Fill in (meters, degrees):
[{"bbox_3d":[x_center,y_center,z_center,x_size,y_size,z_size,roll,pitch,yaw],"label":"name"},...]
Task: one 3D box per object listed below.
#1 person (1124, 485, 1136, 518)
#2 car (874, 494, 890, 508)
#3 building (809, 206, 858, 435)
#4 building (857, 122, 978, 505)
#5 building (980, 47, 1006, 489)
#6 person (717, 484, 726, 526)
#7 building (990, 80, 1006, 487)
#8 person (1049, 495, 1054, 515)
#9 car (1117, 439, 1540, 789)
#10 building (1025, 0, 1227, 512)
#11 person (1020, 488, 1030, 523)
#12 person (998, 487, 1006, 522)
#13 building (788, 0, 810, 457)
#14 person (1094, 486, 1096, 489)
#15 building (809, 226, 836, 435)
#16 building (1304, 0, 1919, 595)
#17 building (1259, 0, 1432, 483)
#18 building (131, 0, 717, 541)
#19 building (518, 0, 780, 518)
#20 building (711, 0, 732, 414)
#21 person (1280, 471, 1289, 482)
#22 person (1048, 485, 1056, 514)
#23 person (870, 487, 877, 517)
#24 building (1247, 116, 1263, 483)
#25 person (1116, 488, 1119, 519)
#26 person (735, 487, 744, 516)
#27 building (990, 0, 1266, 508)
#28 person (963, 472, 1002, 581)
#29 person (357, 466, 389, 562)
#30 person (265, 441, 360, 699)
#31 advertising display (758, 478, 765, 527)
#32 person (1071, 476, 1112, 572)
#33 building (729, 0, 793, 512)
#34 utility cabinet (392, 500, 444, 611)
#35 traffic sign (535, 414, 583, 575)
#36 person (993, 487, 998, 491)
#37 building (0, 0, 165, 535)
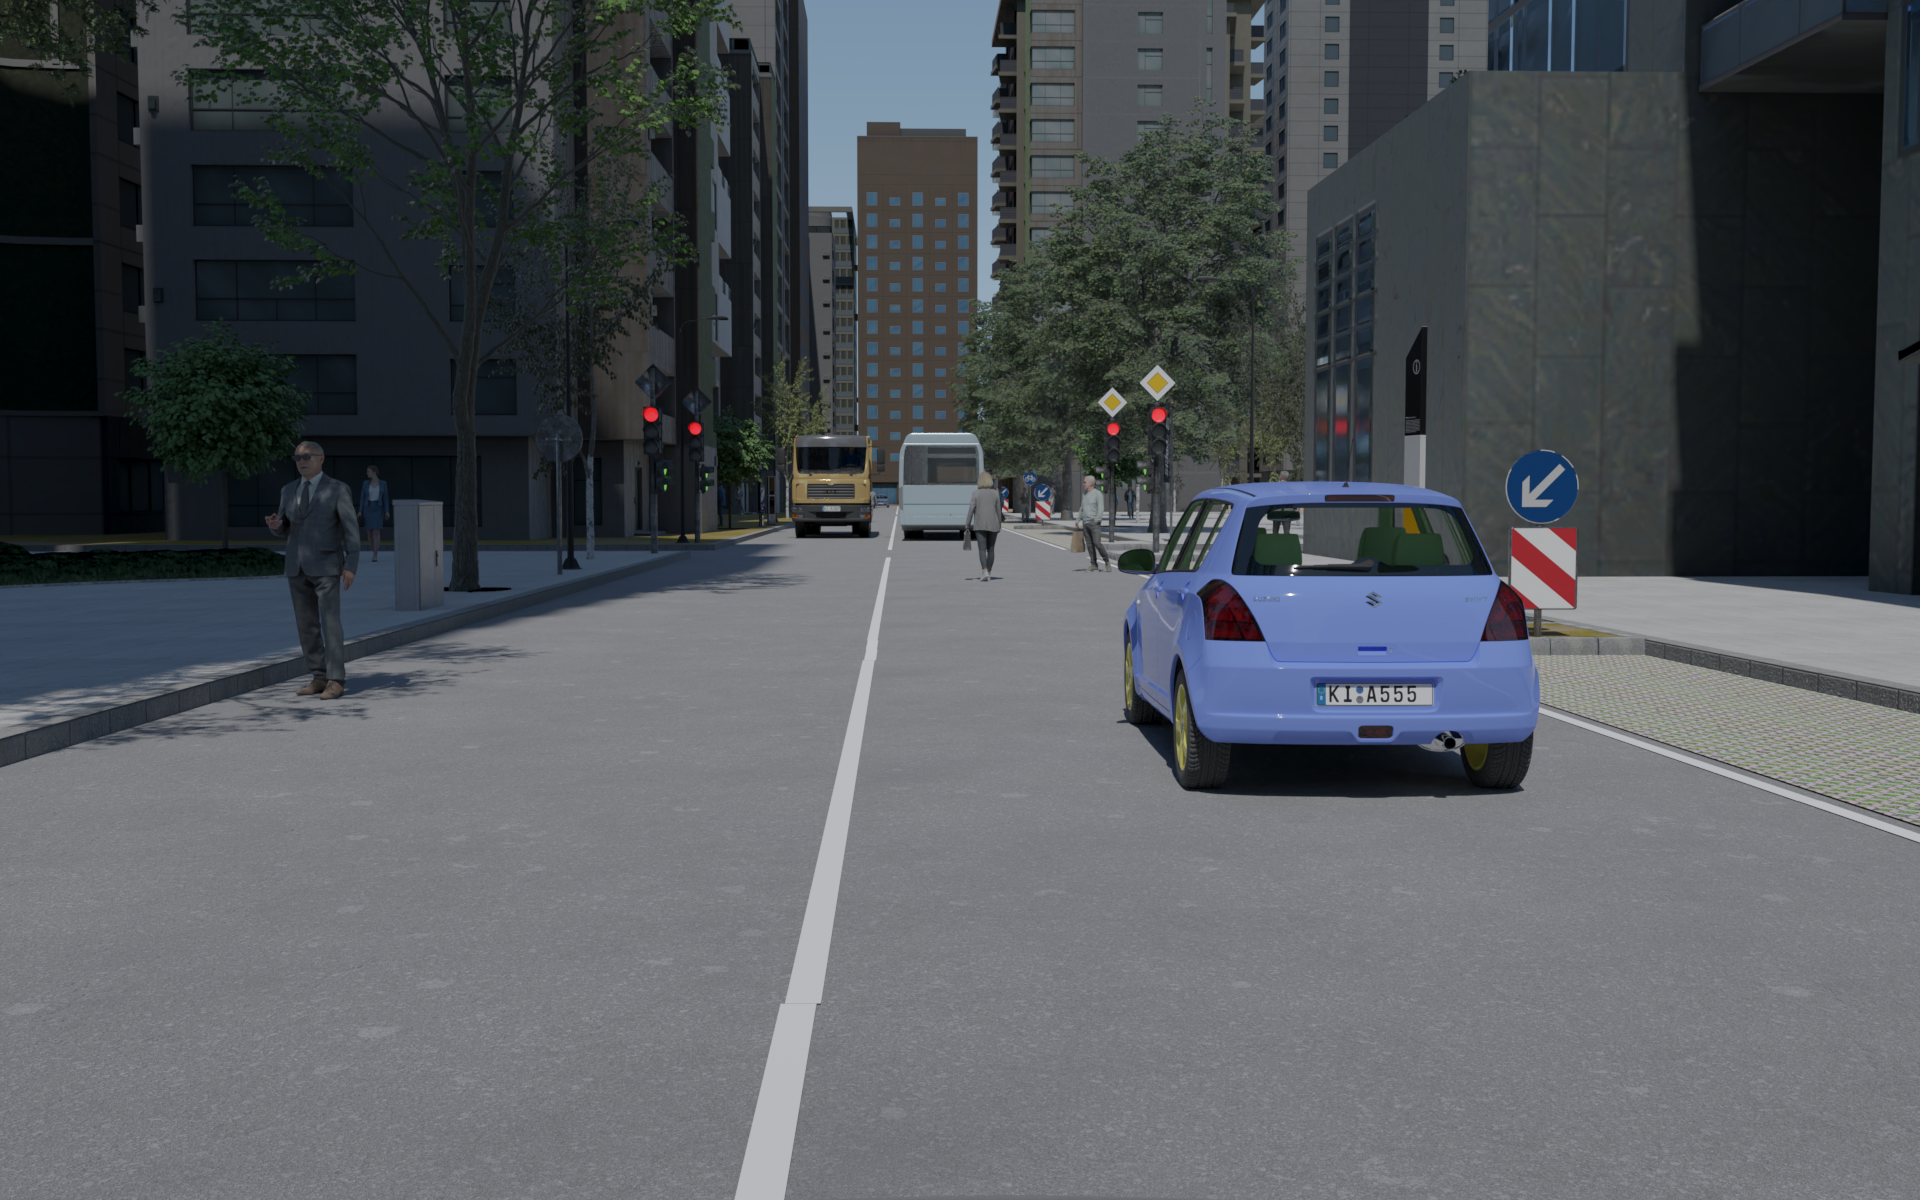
[{"bbox_3d":[8.936,-5.174,90.980,0.623,1.781,0.721,-1,4,-12],"label":"person"},{"bbox_3d":[-8.363,-10.475,183.273,2.014,1.417,4.499,0,4,-1],"label":"car"},{"bbox_3d":[-24.882,-32.303,220.035,23.993,40.220,32.217,0,4,-2],"label":"building"},{"bbox_3d":[-5.241,-34.354,211.805,14.200,45.320,14.600,0,4,-2],"label":"building"},{"bbox_3d":[17.219,-55.189,215.017,31.000,86.520,22.319,0,4,-2],"label":"building"},{"bbox_3d":[-9.529,-3.832,68.886,0.419,1.800,0.721,0,4,3],"label":"person"},{"bbox_3d":[14.871,-34.311,180.589,23.786,49.044,30.456,0,4,-2],"label":"building"},{"bbox_3d":[5.586,-5.826,105.989,0.332,1.250,0.352,0,4,1],"label":"person"},{"bbox_3d":[1.889,-0.008,9.726,1.945,1.707,3.694,0,4,-1],"label":"car"},{"bbox_3d":[11.760,-27.282,129.648,14.154,41.232,14.086,0,4,-2],"label":"building"},{"bbox_3d":[3.234,-4.706,85.992,0.519,1.759,0.362,-2,4,-29],"label":"person"},{"bbox_3d":[2.093,-4.793,87.204,0.444,1.785,0.601,1,4,18],"label":"person"},{"bbox_3d":[-20.189,-30.443,147.860,14.600,45.320,14.200,0,4,-2],"label":"building"},{"bbox_3d":[8.246,-6.185,107.510,0.599,1.781,0.374,1,4,12],"label":"person"},{"bbox_3d":[-20.467,-25.451,187.825,14.107,30.474,14.160,0,4,-2],"label":"building"},{"bbox_3d":[19.059,-43.232,19.521,22.319,86.520,31.000,0,4,-2],"label":"building"},{"bbox_3d":[42.948,-45.705,185.530,20.611,71.187,20.563,0,4,-2],"label":"building"},{"bbox_3d":[-15.342,-17.210,53.090,14.160,30.474,14.107,0,4,-2],"label":"building"},{"bbox_3d":[-19.126,-20.721,110.488,14.160,30.474,14.107,0,4,-2],"label":"building"},{"bbox_3d":[-25.287,-30.067,80.833,28.713,52.752,27.495,0,4,-2],"label":"building"},{"bbox_3d":[6.946,-1.891,37.354,0.661,1.777,0.834,0,4,-3],"label":"person"},{"bbox_3d":[5.839,-6.431,110.989,0.655,1.846,0.447,1,4,10],"label":"person"},{"bbox_3d":[-4.621,-4.921,89.075,0.709,1.813,0.853,-1,4,-19],"label":"person"},{"bbox_3d":[44.030,-36.281,216.898,21.600,48.544,21.300,0,4,-2],"label":"building"},{"bbox_3d":[7.867,-4.907,88.077,0.330,1.601,0.589,-3,4,-36],"label":"person"},{"bbox_3d":[-12.639,-5.685,99.266,0.520,1.790,0.573,-1,4,-15],"label":"person"},{"bbox_3d":[13.988,-30.363,151.065,22.147,44.769,28.867,0,4,-2],"label":"building"},{"bbox_3d":[0.349,-1.216,28.564,0.709,1.800,0.728,0,4,-7],"label":"person"},{"bbox_3d":[-11.128,-1.645,32.957,0.581,1.822,0.654,0,4,2],"label":"person"},{"bbox_3d":[-4.585,-0.216,12.215,0.661,1.801,0.590,1,4,9],"label":"person"},{"bbox_3d":[-7.811,-3.848,68.133,0.123,1.923,0.974,0,4,4],"label":"advertising display"},{"bbox_3d":[2.405,-1.403,31.926,0.515,1.767,0.782,-3,4,-37],"label":"person"},{"bbox_3d":[-21.091,-42.251,129.061,20.563,71.187,20.611,0,4,-2],"label":"building"},{"bbox_3d":[-6.065,-0.507,19.455,0.306,1.237,1.020,0,4,-2],"label":"utility cabinet"},{"bbox_3d":[-6.387,-1.680,27.571,0.768,2.556,0.104,0,4,2],"label":"traffic sign"},{"bbox_3d":[1.330,-3.664,69.245,0.643,1.720,0.563,-2,4,-24],"label":"person"},{"bbox_3d":[-37.026,-37.641,53.684,20.611,71.187,20.563,0,4,-2],"label":"building"}]
